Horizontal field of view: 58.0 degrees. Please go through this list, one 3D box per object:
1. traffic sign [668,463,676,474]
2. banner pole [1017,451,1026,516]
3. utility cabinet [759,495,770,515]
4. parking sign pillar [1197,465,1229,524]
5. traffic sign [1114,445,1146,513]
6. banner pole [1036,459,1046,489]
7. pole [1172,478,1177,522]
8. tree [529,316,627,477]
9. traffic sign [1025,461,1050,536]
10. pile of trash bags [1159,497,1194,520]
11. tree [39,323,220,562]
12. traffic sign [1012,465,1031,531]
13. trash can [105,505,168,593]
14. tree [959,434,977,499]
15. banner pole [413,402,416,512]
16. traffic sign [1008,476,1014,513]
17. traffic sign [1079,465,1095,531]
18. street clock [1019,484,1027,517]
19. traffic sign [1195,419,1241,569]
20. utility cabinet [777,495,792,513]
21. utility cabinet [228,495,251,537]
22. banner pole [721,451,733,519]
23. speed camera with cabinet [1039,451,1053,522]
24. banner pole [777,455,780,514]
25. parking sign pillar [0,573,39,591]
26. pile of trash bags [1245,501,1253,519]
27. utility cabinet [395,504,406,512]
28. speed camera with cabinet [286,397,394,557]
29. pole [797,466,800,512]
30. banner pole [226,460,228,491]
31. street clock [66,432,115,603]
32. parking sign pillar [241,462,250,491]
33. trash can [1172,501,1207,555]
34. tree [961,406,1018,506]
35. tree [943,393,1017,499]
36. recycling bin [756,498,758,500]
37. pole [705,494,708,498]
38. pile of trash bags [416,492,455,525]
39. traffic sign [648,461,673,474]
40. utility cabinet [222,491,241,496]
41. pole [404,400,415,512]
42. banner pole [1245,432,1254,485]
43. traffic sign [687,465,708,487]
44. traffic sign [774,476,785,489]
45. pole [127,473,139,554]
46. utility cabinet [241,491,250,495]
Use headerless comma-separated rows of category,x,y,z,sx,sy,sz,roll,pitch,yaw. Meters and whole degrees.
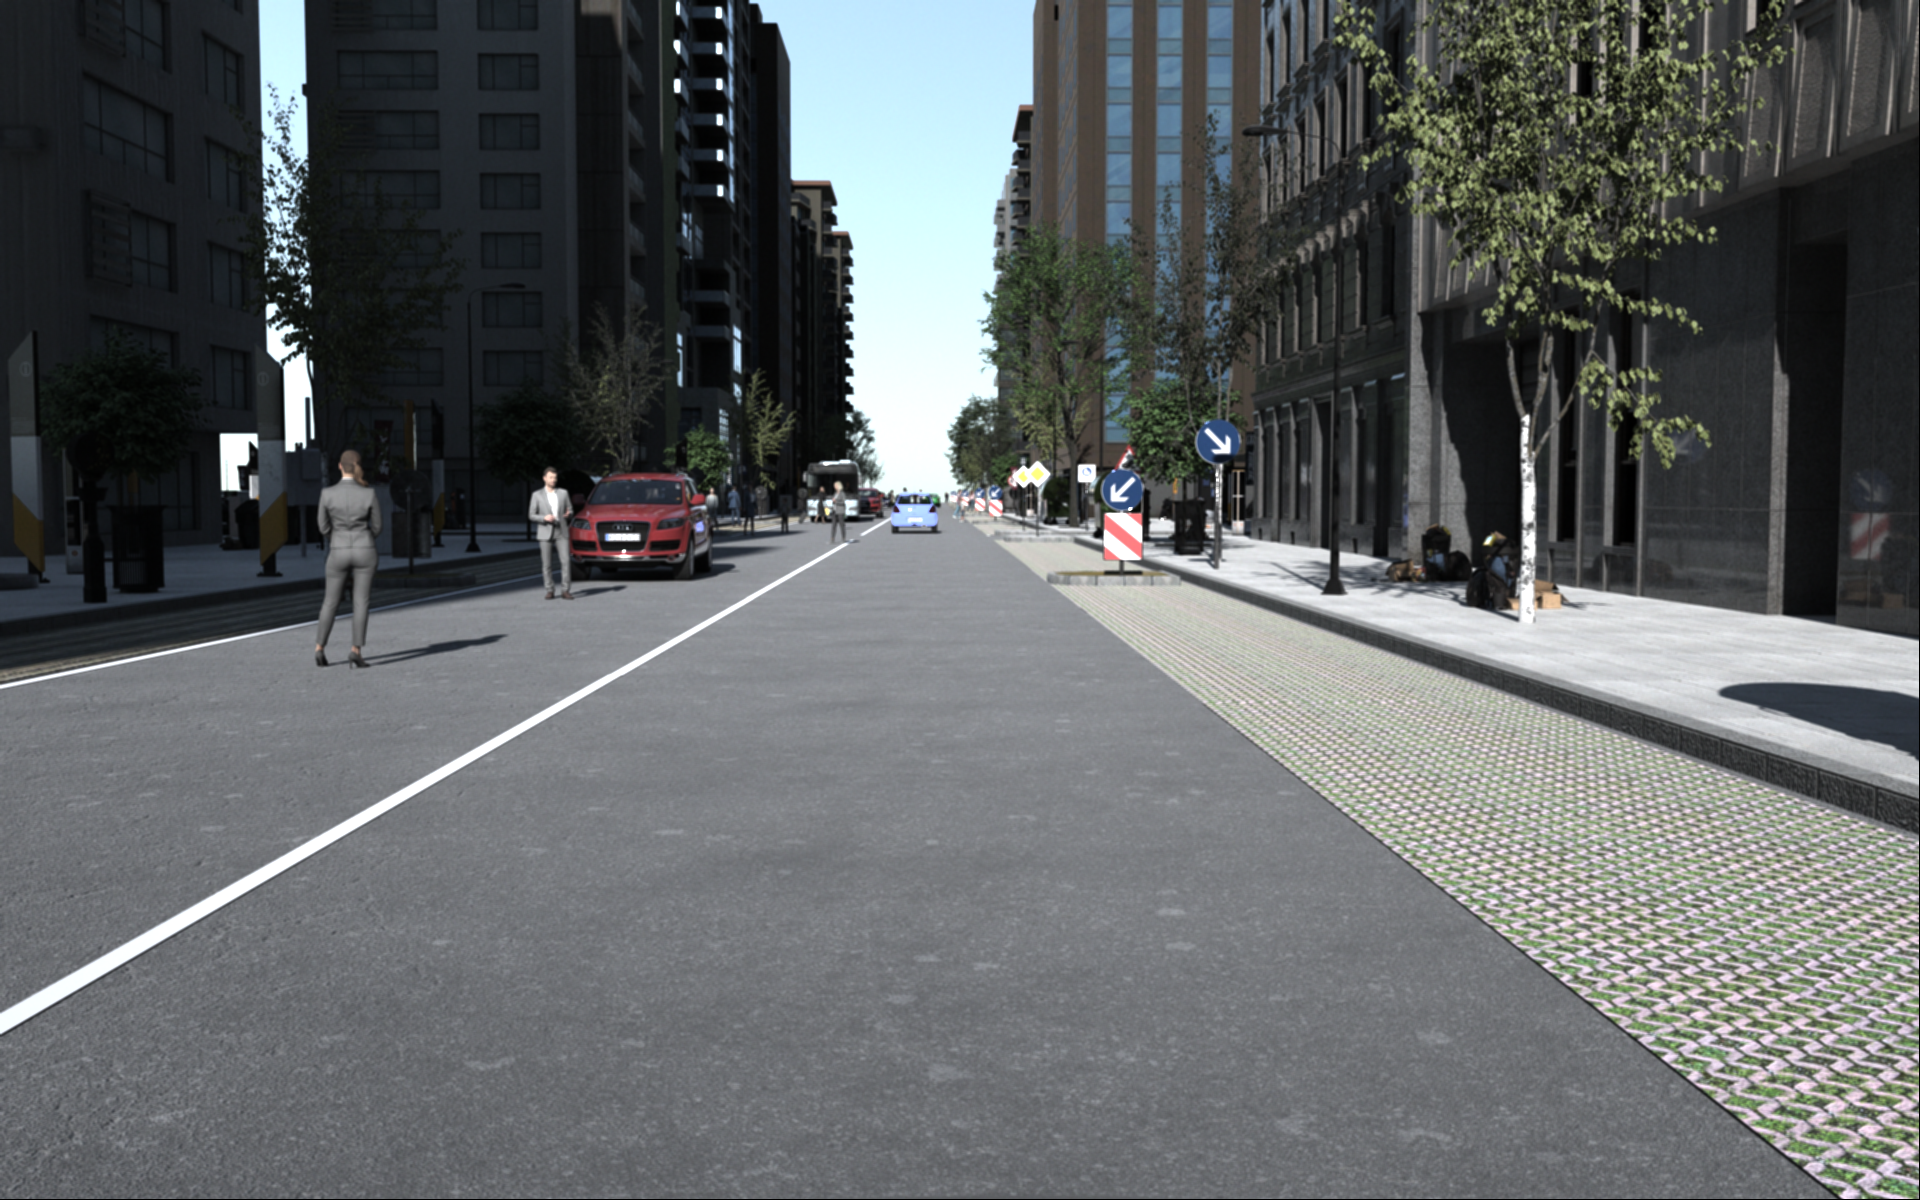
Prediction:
traffic sign,-11.741,-4.370,71.558,0.768,2.556,0.104,0,4,8
banner pole,3.526,-6.715,99.799,0.863,3.779,0.401,3,5,43
utility cabinet,-12.247,-5.946,108.372,0.306,1.237,1.020,-2,4,-32
parking sign pillar,11.079,-5.344,75.842,1.447,3.967,1.447,-1,4,-15
traffic sign,4.433,-2.781,45.479,0.884,2.594,0.081,0,4,4
banner pole,5.375,-7.581,113.966,0.863,3.779,0.401,0,4,3
pole,9.990,-5.298,80.462,0.158,3.312,0.155,0,3,0
tree,-15.603,-7.387,71.141,4.737,8.622,4.395,0,3,0
traffic sign,2.341,-2.984,52.424,0.795,2.450,0.064,0,4,-1
pile of trash bags,11.644,-4.728,87.049,3.447,1.369,1.912,3,4,36
tree,-16.121,-3.040,33.417,4.285,4.588,4.351,0,3,0
traffic sign,2.219,-3.472,60.408,0.795,2.450,0.064,0,4,-1
trash can,-10.715,-0.668,22.574,0.748,1.137,0.748,0,3,0
tree,2.118,-15.758,208.012,4.737,8.622,4.395,0,3,0
banner pole,-14.827,-3.491,47.095,0.401,3.779,0.863,-1,4,-22
traffic sign,3.535,-7.014,114.785,0.768,2.556,0.104,0,4,0
traffic sign,4.430,-3.573,60.552,0.606,2.300,0.079,0,4,0
street clock,3.548,-5.713,97.976,0.358,2.002,0.471,3,5,42
traffic sign,4.386,-1.800,29.542,0.768,2.556,0.104,0,4,0
utility cabinet,-12.055,-6.612,119.273,1.020,1.237,0.306,-2,4,-30
utility cabinet,-21.420,-2.470,51.540,0.306,1.237,1.020,-3,5,-42
banner pole,-11.902,-6.007,88.235,0.863,3.779,0.401,1,4,18
speed camera with cabinet,4.007,-5.244,80.071,0.660,3.252,2.038,0,4,4
banner pole,-11.518,-7.330,109.860,0.401,3.779,0.863,0,4,2
parking sign pillar,-13.280,-2.131,23.315,1.447,3.967,1.447,-2,4,-26
pile of trash bags,14.658,-4.854,89.113,1.912,1.369,3.447,-2,4,-26
utility cabinet,-22.652,-3.587,69.808,1.020,1.237,0.306,0,4,3
speed camera with cabinet,-12.865,-2.545,35.941,2.038,3.252,0.660,-3,4,-38
pole,-11.808,-8.123,126.659,0.158,3.312,0.155,0,3,0
banner pole,-53.819,-8.389,127.177,0.401,3.779,0.863,-1,4,-23
street clock,-10.226,-0.969,20.421,0.358,2.002,0.471,3,4,38
parking sign pillar,-53.684,-8.678,130.356,1.447,3.967,1.447,0,4,-2
trash can,4.820,-1.516,36.435,0.748,1.137,0.748,0,3,0
tree,2.938,-11.834,143.845,4.360,8.622,3.978,0,3,0
tree,2.768,-19.094,218.839,9.857,13.997,8.962,0,3,0
recycling bin,-13.489,-6.063,111.678,0.722,1.027,0.722,-2,4,-28
pole,-14.940,-6.618,102.047,0.158,3.312,0.155,0,3,0
pile of trash bags,-22.392,-3.828,72.337,3.447,1.369,1.912,-2,4,-34
traffic sign,-9.053,-2.974,52.271,0.795,2.450,0.064,0,4,-1
utility cabinet,-47.668,-6.365,112.742,0.318,1.500,1.173,3,5,44
pole,-11.960,-2.679,37.647,0.158,3.312,0.155,0,3,0
banner pole,10.358,-4.334,60.877,0.863,3.779,0.401,3,5,43
traffic sign,-9.174,-3.463,60.255,0.795,2.450,0.064,0,4,-1
traffic sign,-12.503,-7.326,119.893,0.768,2.556,0.104,0,4,2
pole,-17.794,-2.655,37.245,0.158,3.312,0.155,0,3,0
utility cabinet,-47.660,-6.512,115.153,0.318,1.500,1.173,1,4,20
